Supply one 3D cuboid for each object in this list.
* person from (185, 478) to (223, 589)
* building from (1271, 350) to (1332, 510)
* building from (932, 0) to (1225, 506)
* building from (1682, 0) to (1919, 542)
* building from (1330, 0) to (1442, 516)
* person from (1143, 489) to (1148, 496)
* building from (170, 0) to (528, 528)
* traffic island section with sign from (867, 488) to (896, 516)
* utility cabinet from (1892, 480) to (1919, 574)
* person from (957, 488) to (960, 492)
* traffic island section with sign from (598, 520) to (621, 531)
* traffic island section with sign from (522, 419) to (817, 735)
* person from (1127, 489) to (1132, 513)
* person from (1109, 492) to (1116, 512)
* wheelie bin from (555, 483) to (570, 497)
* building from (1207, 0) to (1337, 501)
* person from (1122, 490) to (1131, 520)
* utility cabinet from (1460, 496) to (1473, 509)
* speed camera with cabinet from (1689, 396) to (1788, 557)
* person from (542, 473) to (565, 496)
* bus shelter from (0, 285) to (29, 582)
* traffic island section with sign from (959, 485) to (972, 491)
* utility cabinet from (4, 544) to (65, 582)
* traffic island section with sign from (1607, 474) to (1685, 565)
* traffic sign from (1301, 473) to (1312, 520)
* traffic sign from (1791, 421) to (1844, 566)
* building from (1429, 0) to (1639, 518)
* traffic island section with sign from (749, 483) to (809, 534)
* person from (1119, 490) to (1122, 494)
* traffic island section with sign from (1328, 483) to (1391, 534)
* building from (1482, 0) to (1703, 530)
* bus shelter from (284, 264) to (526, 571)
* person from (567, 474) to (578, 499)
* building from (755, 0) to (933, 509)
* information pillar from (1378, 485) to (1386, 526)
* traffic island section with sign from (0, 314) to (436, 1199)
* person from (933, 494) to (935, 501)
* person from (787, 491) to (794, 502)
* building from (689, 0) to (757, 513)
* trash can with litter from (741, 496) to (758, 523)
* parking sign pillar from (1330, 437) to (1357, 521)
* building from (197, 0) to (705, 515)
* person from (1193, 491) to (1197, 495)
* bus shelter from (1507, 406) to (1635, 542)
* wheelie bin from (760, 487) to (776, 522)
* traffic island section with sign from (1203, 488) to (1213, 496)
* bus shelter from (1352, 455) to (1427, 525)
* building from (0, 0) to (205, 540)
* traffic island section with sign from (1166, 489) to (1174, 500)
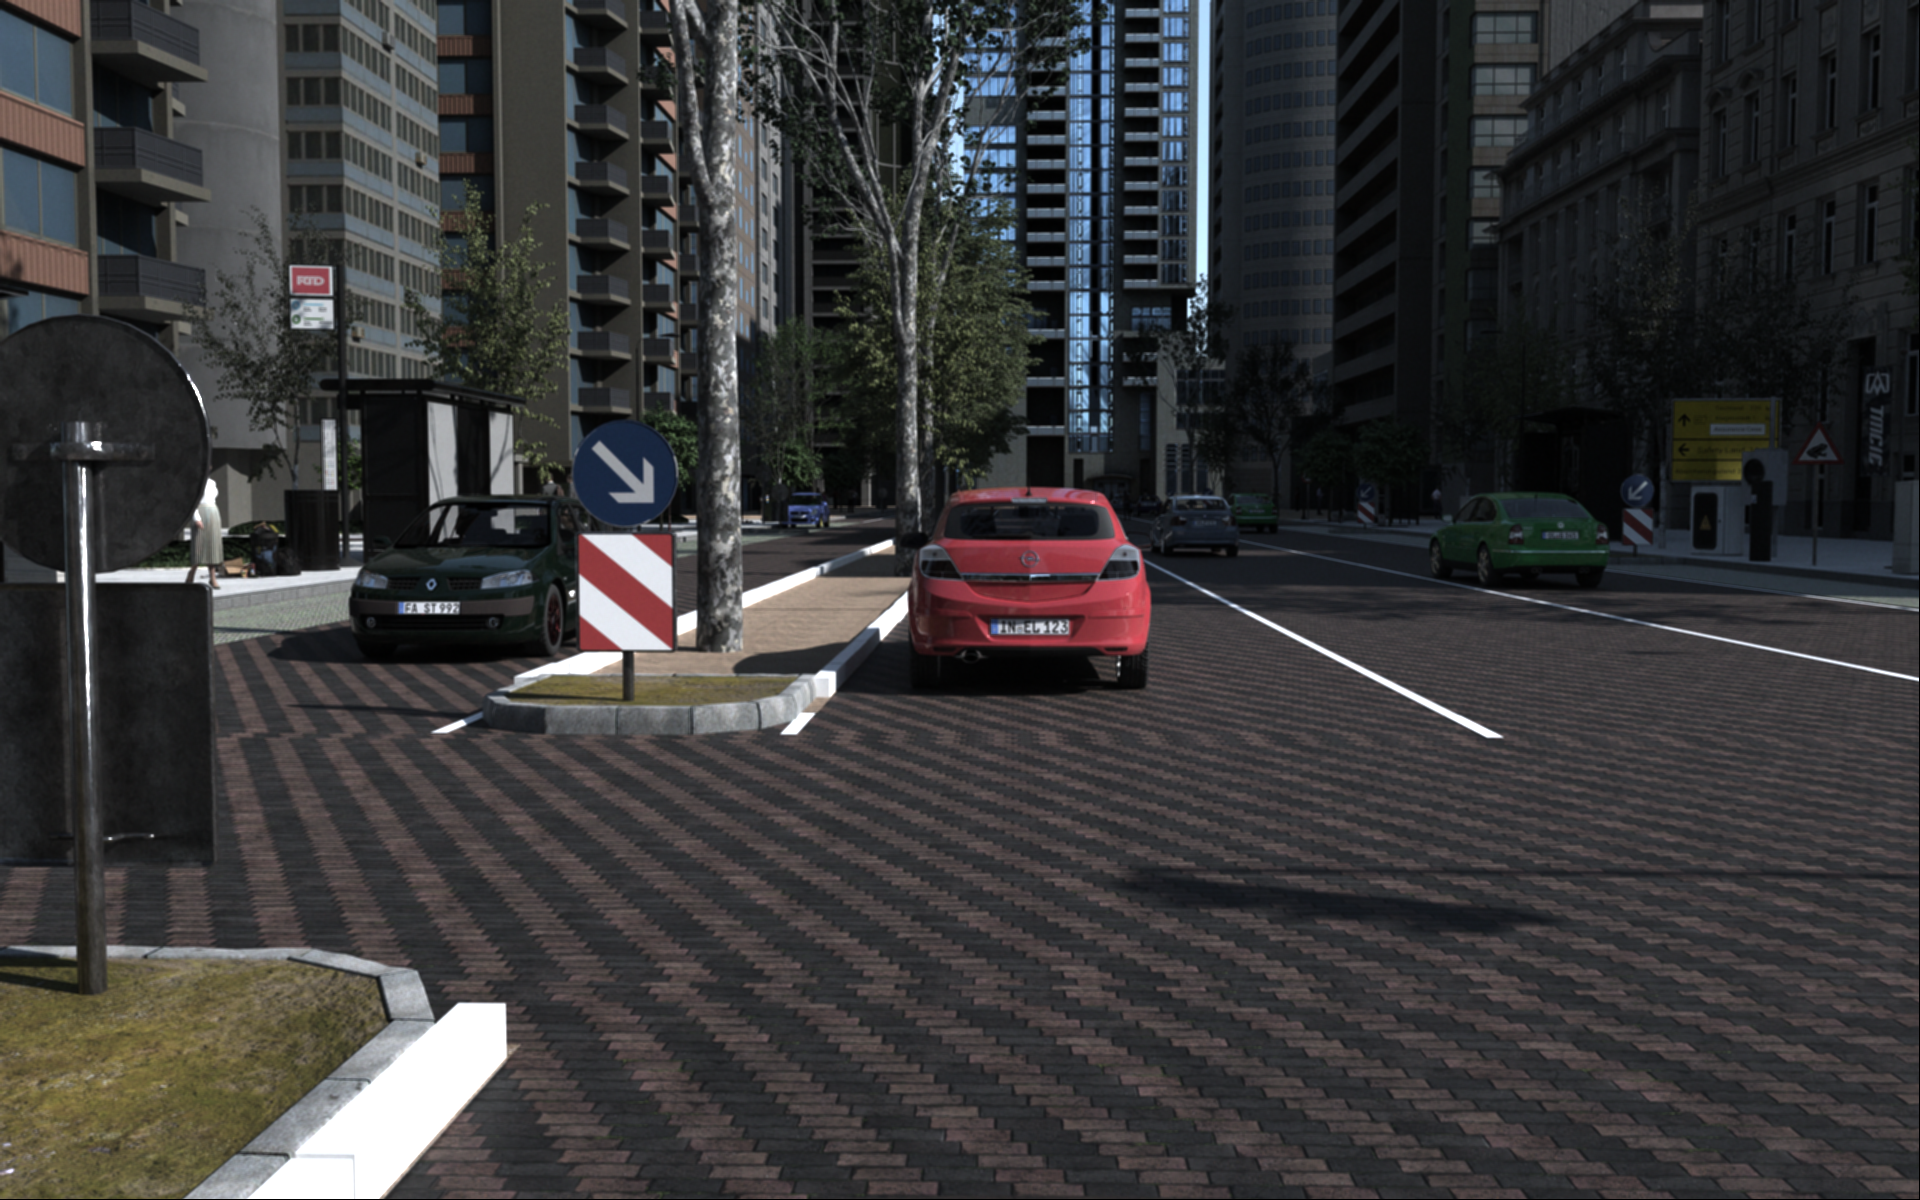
[{"bbox_3d":[-10.264,-1.049,23.427,0.641,1.798,0.478,3,4,36],"label":"person"},{"bbox_3d":[38.313,-50.313,135.283,22.319,86.520,31.000,0,4,2],"label":"building"},{"bbox_3d":[12.213,-53.483,187.117,31.000,86.520,22.319,0,4,2],"label":"building"},{"bbox_3d":[30.845,-15.323,47.799,12.463,27.353,25.104,0,4,2],"label":"building"},{"bbox_3d":[36.487,-29.757,110.235,21.300,48.544,21.600,0,4,2],"label":"building"},{"bbox_3d":[14.757,-7.876,137.281,0.705,1.823,1.348,-1,4,-13],"label":"person"},{"bbox_3d":[-35.475,-23.188,71.002,32.217,40.220,23.993,0,4,2],"label":"building"},{"bbox_3d":[-5.035,-6.431,113.780,1.989,1.847,2.006,0,4,2],"label":"traffic island section with sign"},{"bbox_3d":[15.469,-1.171,27.831,1.173,1.500,0.318,-2,4,-31],"label":"utility cabinet"},{"bbox_3d":[-0.170,-5.240,94.620,0.568,1.767,0.683,2,4,26],"label":"person"},{"bbox_3d":[-7.405,-1.698,36.386,1.989,1.847,2.006,0,4,2],"label":"traffic island section with sign"},{"bbox_3d":[-2.028,-0.191,11.263,2.006,1.907,1.989,0,4,2],"label":"traffic island section with sign"},{"bbox_3d":[12.676,-7.397,129.522,0.705,1.814,1.350,1,4,12],"label":"person"},{"bbox_3d":[12.501,-8.044,141.491,0.593,1.643,0.415,0,4,6],"label":"person"},{"bbox_3d":[-11.248,-2.521,49.133,0.980,1.594,0.693,0,4,7],"label":"wheelie bin"},{"bbox_3d":[41.787,-39.417,186.470,28.212,58.520,21.231,0,4,2],"label":"building"},{"bbox_3d":[9.042,-5.150,94.166,0.415,1.643,0.593,2,4,34],"label":"person"},{"bbox_3d":[16.720,-2.764,56.356,0.306,1.237,1.020,-2,4,-26],"label":"utility cabinet"},{"bbox_3d":[16.054,-2.533,35.755,0.660,3.252,2.038,-1,4,-21],"label":"speed camera with cabinet"},{"bbox_3d":[-10.472,-2.355,44.518,0.622,1.834,0.822,-3,5,-45],"label":"person"},{"bbox_3d":[-11.722,-1.579,17.094,1.731,3.624,6.357,0,4,2],"label":"bus shelter"},{"bbox_3d":[0.266,-4.785,86.366,2.006,1.907,1.989,0,4,2],"label":"traffic island section with sign"},{"bbox_3d":[-11.883,-0.834,22.319,1.173,1.500,0.318,2,4,30],"label":"utility cabinet"},{"bbox_3d":[13.589,-1.658,35.735,1.989,1.847,2.006,0,4,2],"label":"traffic island section with sign"},{"bbox_3d":[17.049,-5.178,84.762,0.768,2.556,0.104,1,4,11],"label":"traffic sign"},{"bbox_3d":[15.335,-1.896,31.011,0.884,2.594,0.081,1,4,10],"label":"traffic sign"},{"bbox_3d":[32.768,-25.025,92.754,14.154,41.232,14.086,0,4,2],"label":"building"},{"bbox_3d":[-6.581,-3.346,63.329,1.989,1.847,2.006,0,4,2],"label":"traffic island section with sign"},{"bbox_3d":[14.688,-9.043,156.879,0.750,1.759,0.617,0,4,-3],"label":"person"},{"bbox_3d":[14.428,-3.308,62.714,1.989,1.847,2.006,0,4,2],"label":"traffic island section with sign"},{"bbox_3d":[31.881,-14.156,73.250,13.314,21.916,24.055,0,4,2],"label":"building"},{"bbox_3d":[-10.545,-3.384,32.959,2.179,5.291,8.768,0,4,2],"label":"bus shelter"},{"bbox_3d":[-10.585,-2.541,47.546,0.822,1.834,0.622,0,4,2],"label":"person"},{"bbox_3d":[-13.636,-45.818,187.382,20.611,71.187,20.563,0,4,2],"label":"building"},{"bbox_3d":[17.137,-4.027,70.333,0.304,2.012,0.304,1,4,18],"label":"information pillar"},{"bbox_3d":[-2.265,0.262,3.859,2.006,1.907,1.989,0,4,2],"label":"traffic island section with sign"},{"bbox_3d":[-1.358,-5.690,101.502,0.705,1.831,1.348,3,4,36],"label":"person"},{"bbox_3d":[-11.429,-6.741,116.268,1.348,1.823,0.705,2,4,31],"label":"person"},{"bbox_3d":[-22.546,-28.966,123.707,14.600,45.320,14.200,0,4,2],"label":"building"},{"bbox_3d":[-9.657,-3.987,76.253,1.678,1.210,2.233,-2,4,-23],"label":"trash can with litter"},{"bbox_3d":[18.414,-5.790,83.134,1.447,3.967,1.447,-1,4,-20],"label":"parking sign pillar"},{"bbox_3d":[-27.013,-27.362,101.992,22.147,44.769,28.867,0,4,2],"label":"building"},{"bbox_3d":[22.435,-9.570,165.911,0.436,1.711,0.756,-1,4,-13],"label":"person"},{"bbox_3d":[17.294,-3.550,49.332,1.731,3.624,6.357,0,4,2],"label":"bus shelter"},{"bbox_3d":[-8.789,-4.373,79.405,0.693,1.594,0.980,-1,4,-17],"label":"wheelie bin"},{"bbox_3d":[15.976,-6.386,113.046,1.989,1.847,2.006,0,4,2],"label":"traffic island section with sign"},{"bbox_3d":[18.262,-4.893,73.926,2.014,3.302,5.546,0,4,2],"label":"bus shelter"},{"bbox_3d":[-30.331,-23.345,36.324,22.147,44.769,28.867,0,4,2],"label":"building"},{"bbox_3d":[16.805,-8.034,139.988,1.989,1.847,2.006,0,4,2],"label":"traffic island section with sign"}]
